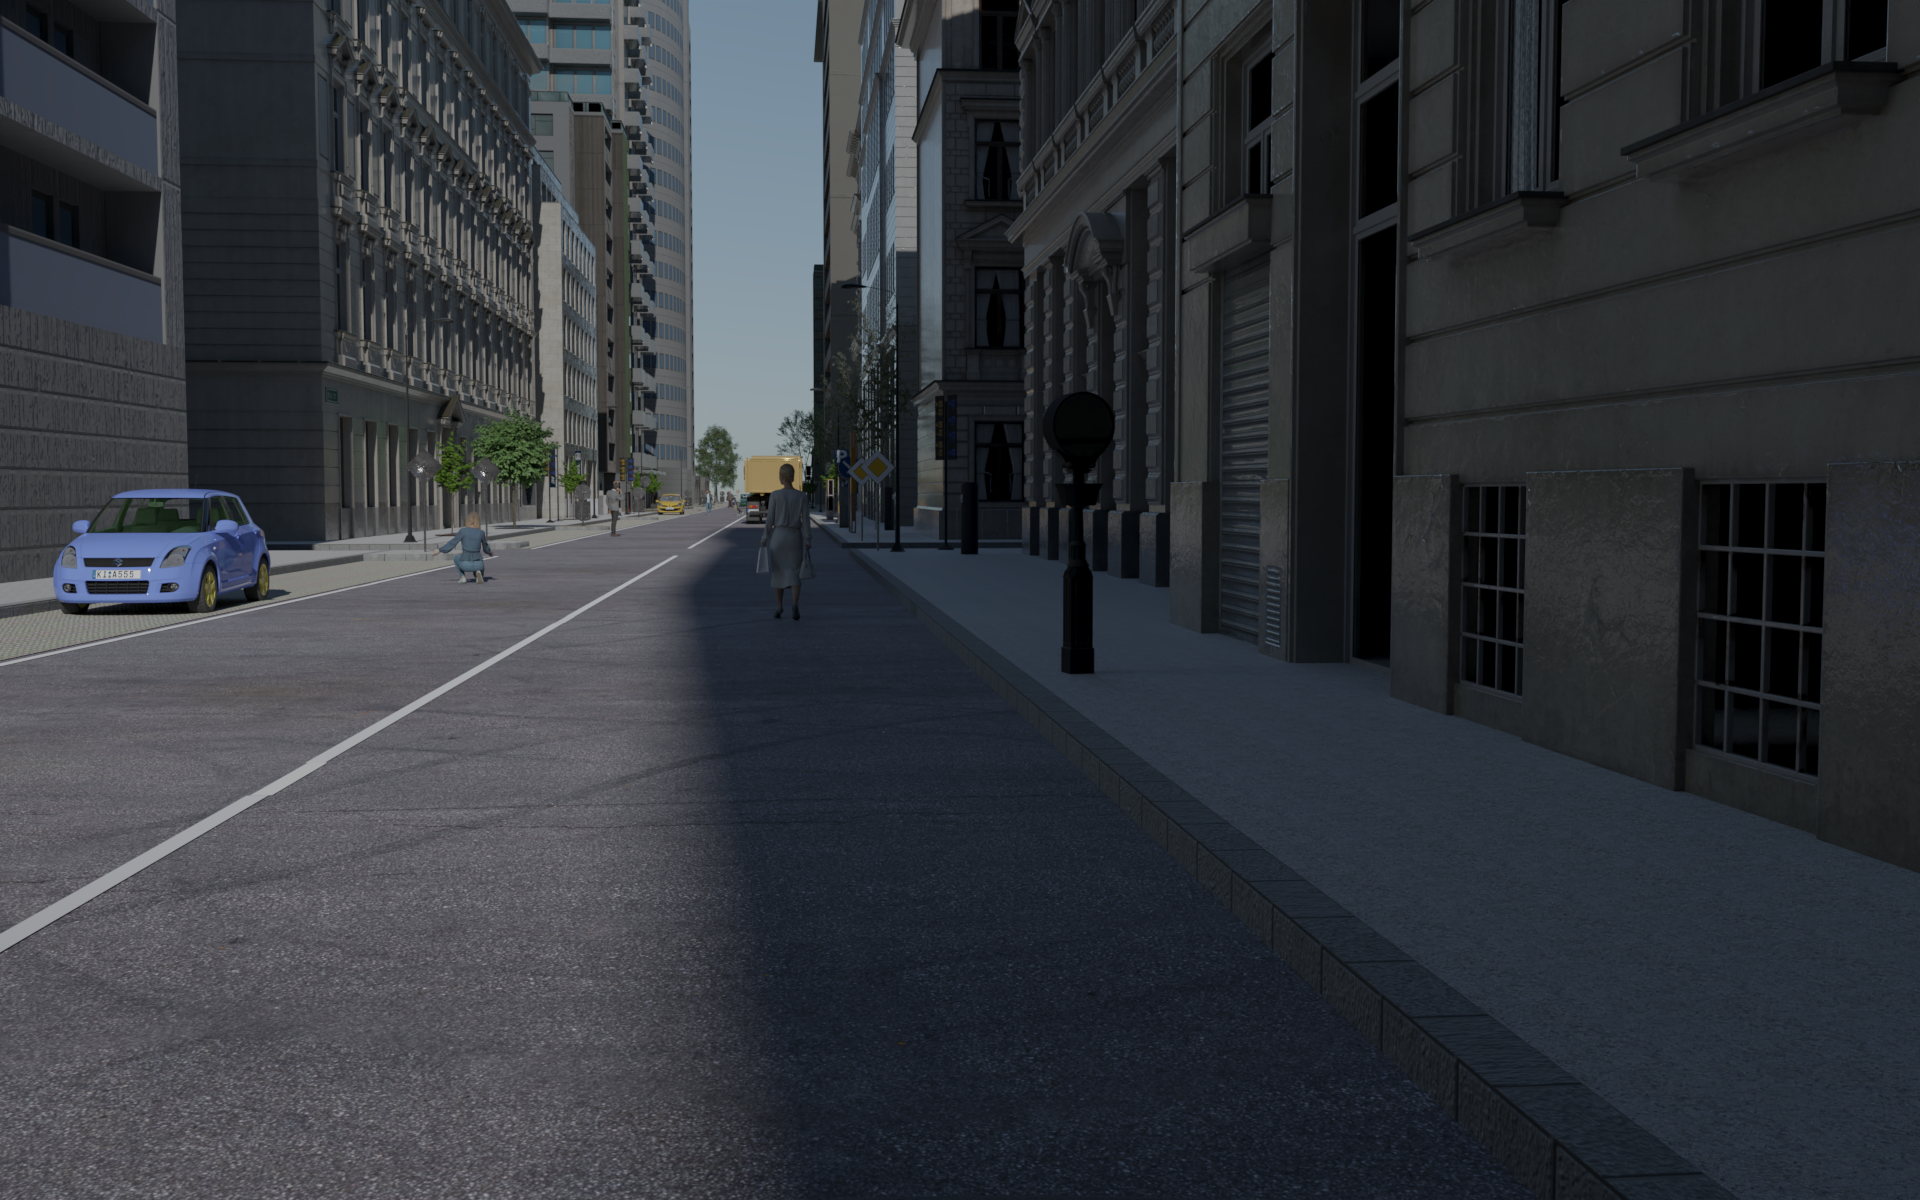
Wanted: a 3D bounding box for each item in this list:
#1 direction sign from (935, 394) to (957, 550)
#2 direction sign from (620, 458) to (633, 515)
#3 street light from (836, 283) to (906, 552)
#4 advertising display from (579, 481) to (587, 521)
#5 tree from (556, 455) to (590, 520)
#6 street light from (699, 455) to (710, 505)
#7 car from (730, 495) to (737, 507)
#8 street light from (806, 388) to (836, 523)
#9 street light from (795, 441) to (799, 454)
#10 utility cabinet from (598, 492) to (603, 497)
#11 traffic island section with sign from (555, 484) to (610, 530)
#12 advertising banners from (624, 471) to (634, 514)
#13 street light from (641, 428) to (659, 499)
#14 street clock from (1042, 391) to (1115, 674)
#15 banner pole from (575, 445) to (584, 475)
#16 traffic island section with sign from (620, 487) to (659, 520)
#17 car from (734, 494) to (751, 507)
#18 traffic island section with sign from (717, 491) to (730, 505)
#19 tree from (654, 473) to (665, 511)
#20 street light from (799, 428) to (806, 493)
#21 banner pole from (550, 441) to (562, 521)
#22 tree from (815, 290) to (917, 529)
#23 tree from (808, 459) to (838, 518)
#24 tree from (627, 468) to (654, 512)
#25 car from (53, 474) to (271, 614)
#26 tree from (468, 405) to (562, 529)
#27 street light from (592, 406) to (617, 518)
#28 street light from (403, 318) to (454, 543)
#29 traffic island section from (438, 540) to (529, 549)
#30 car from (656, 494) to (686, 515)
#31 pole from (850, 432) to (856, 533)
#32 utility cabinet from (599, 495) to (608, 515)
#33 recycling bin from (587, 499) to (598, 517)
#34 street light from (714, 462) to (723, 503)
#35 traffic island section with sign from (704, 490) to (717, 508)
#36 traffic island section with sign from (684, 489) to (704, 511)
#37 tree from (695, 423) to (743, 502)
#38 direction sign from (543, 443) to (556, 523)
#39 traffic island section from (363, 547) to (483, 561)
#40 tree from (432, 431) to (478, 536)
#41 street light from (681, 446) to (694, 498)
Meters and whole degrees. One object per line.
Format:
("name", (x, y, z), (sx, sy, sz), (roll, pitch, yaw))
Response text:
("direction sign", (-0.323, -2.920, 39.739), (0.379, 3.537, 0.876), (-2, 4, -33))
("direction sign", (-20.717, -7.069, 107.580), (0.876, 3.537, 0.379), (-3, 4, -37))
("street light", (-1.926, -4.023, 38.323), (1.470, 5.913, 1.316), (0, 4, -6))
("advertising display", (-17.999, -4.740, 82.709), (0.123, 1.923, 0.974), (0, 4, 5))
("tree", (-19.119, -5.586, 85.937), (1.663, 3.219, 1.824), (0, 3, 0))
("street light", (-30.223, -14.198, 204.685), (1.470, 5.913, 1.316), (0, 4, -6))
("car", (-25.110, -11.171, 195.225), (1.945, 1.354, 3.894), (0, 4, -7))
("street light", (-5.878, -6.331, 76.058), (1.470, 5.913, 1.316), (0, 4, -6))
("street light", (-13.493, -10.968, 151.869), (1.470, 5.913, 1.316), (0, 4, -6))
("utility cabinet", (-23.057, -6.133, 108.951), (1.173, 1.500, 0.318), (-1, 4, -20))
("traffic island section with sign", (-14.949, -3.676, 68.737), (1.989, 1.847, 2.006), (0, 4, -6))
("advertising banners", (-21.508, -7.121, 112.617), (0.090, 3.025, 2.074), (-2, 4, -26))
("street light", (-21.880, -9.139, 121.958), (1.470, 5.913, 1.316), (0, 4, -6))
("street clock", (0.845, -0.477, 12.371), (0.471, 2.002, 0.358), (-1, 4, -17))
("banner pole", (-19.292, -5.994, 88.021), (0.863, 3.779, 0.401), (3, 4, 36))
("traffic island section with sign", (-17.679, -5.317, 95.554), (1.989, 1.847, 2.006), (0, 4, -6))
("car", (-21.645, -9.930, 174.156), (2.131, 1.459, 4.920), (0, 4, -6))
("traffic island section with sign", (-31.071, -13.353, 226.944), (1.989, 1.847, 2.006), (0, 4, -6))
("tree", (-23.471, -8.383, 131.657), (1.663, 3.219, 1.824), (0, 3, 0))
("street light", (-10.307, -9.098, 121.299), (1.470, 5.913, 1.316), (0, 4, -6))
("banner pole", (-19.209, -5.633, 82.121), (0.863, 3.779, 0.401), (3, 5, 42))
("tree", (-3.062, -6.888, 62.986), (4.360, 8.622, 3.978), (0, 3, 0))
("tree", (-6.978, -6.138, 94.964), (1.663, 3.219, 1.824), (0, 3, 0))
("tree", (-23.459, -8.059, 126.358), (1.663, 3.219, 1.824), (0, 3, 0))
("car", (-9.950, -0.743, 21.735), (1.945, 1.707, 3.694), (0, 4, -7))
("tree", (-16.413, -4.910, 63.993), (4.285, 4.588, 4.351), (0, 3, 0))
("street light", (-18.700, -7.246, 91.021), (1.470, 5.913, 1.316), (0, 4, -6))
("street light", (-14.045, -4.481, 45.802), (1.470, 5.913, 1.316), (0, 4, -6))
("traffic island section", (-12.639, -1.462, 46.189), (2.009, 0.180, 2.903), (0, 4, -6))
("car", (-19.890, -6.668, 119.244), (2.015, 1.641, 3.980), (0, 4, -7))
("pole", (-3.507, -3.854, 56.848), (0.158, 3.312, 0.155), (0, 3, 0))
("utility cabinet", (-21.645, -5.744, 105.079), (0.306, 1.237, 1.020), (-2, 4, -26))
("recycling bin", (-20.744, -5.170, 97.081), (0.722, 1.027, 0.722), (-3, 4, -38))
("street light", (-34.892, -16.964, 249.902), (1.470, 5.913, 1.316), (0, 4, -6))
("traffic island section with sign", (-25.523, -10.026, 172.552), (1.989, 1.847, 2.006), (0, 4, -6))
("traffic island section with sign", (-22.798, -8.386, 145.735), (1.989, 1.847, 2.006), (0, 4, -6))
("tree", (-39.293, -22.126, 278.767), (9.611, 12.733, 9.660), (0, 3, 0))
("direction sign", (-18.354, -5.226, 77.442), (0.379, 3.537, 0.876), (1, 4, 23))
("traffic island section", (-11.829, -0.976, 38.245), (2.009, 0.180, 2.903), (0, 4, -6))
("tree", (-15.391, -3.564, 52.875), (1.663, 3.219, 1.824), (0, 3, 0))
("street light", (-26.391, -11.918, 167.407), (1.470, 5.913, 1.316), (0, 4, -6))
